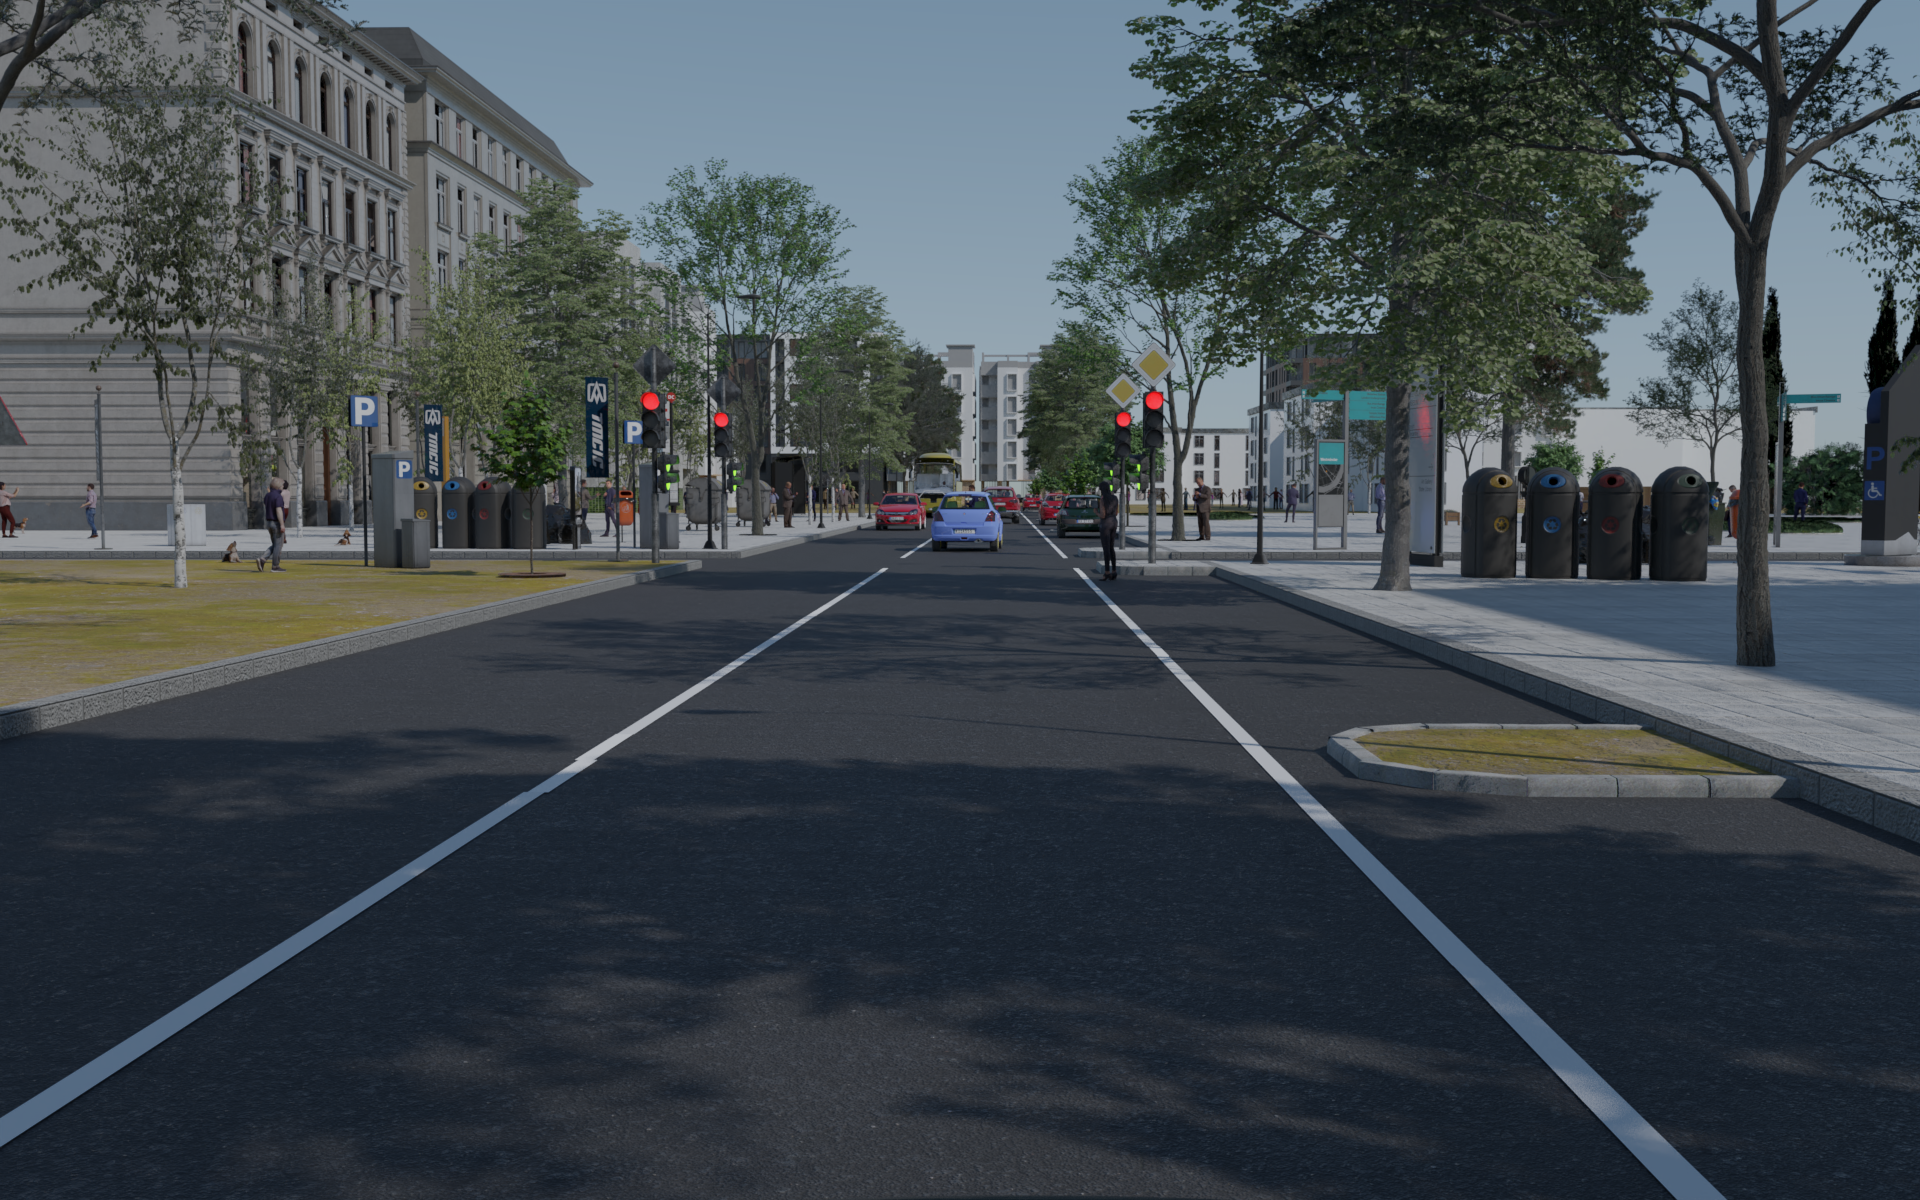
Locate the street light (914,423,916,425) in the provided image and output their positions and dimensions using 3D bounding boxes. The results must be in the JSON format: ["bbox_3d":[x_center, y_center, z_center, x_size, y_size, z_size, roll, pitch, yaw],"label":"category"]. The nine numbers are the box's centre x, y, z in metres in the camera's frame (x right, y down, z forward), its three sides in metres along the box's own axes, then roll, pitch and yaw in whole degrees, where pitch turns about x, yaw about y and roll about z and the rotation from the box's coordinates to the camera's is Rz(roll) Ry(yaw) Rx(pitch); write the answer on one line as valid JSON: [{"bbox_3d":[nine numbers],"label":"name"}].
[{"bbox_3d":[-3.583,-8.584,112.891,1.470,5.913,1.316,0,4,1],"label":"street light"}]

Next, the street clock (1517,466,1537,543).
[{"bbox_3d":[14.729,-2.474,45.024,0.471,2.002,0.358,-2,4,-29],"label":"street clock"}]

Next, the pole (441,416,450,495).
[{"bbox_3d":[-13.550,-3.166,45.605,0.158,3.312,0.155,0,3,0],"label":"pole"}]

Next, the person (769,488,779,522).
[{"bbox_3d":[-8.601,-4.388,79.852,0.516,1.574,0.319,-1,4,-23],"label":"person"}]

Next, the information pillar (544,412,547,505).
[{"bbox_3d":[-11.203,-3.375,46.535,0.183,3.616,0.504,-2,4,-25],"label":"information pillar"}]

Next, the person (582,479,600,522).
[{"bbox_3d":[-12.037,-3.016,55.891,0.750,1.759,0.617,-3,5,-43],"label":"person"}]

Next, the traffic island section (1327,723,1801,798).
[{"bbox_3d":[3.014,0.837,9.182,1.991,0.108,1.994,0,4,1],"label":"traffic island section"}]

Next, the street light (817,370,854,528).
[{"bbox_3d":[-4.663,-5.640,64.747,1.470,5.913,1.316,0,4,1],"label":"street light"}]

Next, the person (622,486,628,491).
[{"bbox_3d":[-18.733,-5.490,96.487,0.600,1.739,0.565,-2,4,-34],"label":"person"}]

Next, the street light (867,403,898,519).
[{"bbox_3d":[-4.084,-7.092,88.502,1.470,5.913,1.316,0,4,1],"label":"street light"}]

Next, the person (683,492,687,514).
[{"bbox_3d":[-17.516,-6.380,111.057,0.576,1.737,0.504,0,4,6],"label":"person"}]

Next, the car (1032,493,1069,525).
[{"bbox_3d":[4.584,-4.368,80.449,2.155,1.783,4.494,0,4,1],"label":"car"}]

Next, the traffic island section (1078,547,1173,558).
[{"bbox_3d":[3.758,-1.080,39.940,2.009,0.180,2.903,0,4,1],"label":"traffic island section"}]

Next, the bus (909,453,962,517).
[{"bbox_3d":[-1.336,-7.064,107.038,2.896,3.916,12.252,0,4,2],"label":"bus"}]

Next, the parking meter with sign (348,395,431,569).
[{"bbox_3d":[-9.922,-2.080,30.262,1.738,3.016,0.543,3,4,37],"label":"parking meter with sign"}]

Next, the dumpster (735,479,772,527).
[{"bbox_3d":[-8.128,-3.807,67.997,1.264,1.857,1.865,0,4,2],"label":"dumpster"}]

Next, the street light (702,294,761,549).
[{"bbox_3d":[-5.312,-4.147,40.338,1.470,5.913,1.316,0,4,1],"label":"street light"}]

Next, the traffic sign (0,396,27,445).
[{"bbox_3d":[-10.598,-1.156,18.899,0.884,2.594,0.081,0,4,6],"label":"traffic sign"}]

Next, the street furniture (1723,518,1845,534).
[{"bbox_3d":[26.330,-2.730,60.260,5.734,0.657,10.072,1,4,10],"label":"street furniture"}]

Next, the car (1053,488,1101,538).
[{"bbox_3d":[4.091,-2.921,57.538,2.009,1.686,4.222,0,4,3],"label":"car"}]

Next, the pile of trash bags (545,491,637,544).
[{"bbox_3d":[-10.098,-2.154,44.970,3.447,1.369,1.912,-2,4,-26],"label":"pile of trash bags"}]

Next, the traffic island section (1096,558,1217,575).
[{"bbox_3d":[3.564,-0.592,31.957,2.009,0.180,2.903,0,4,1],"label":"traffic island section"}]

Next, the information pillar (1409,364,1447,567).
[{"bbox_3d":[8.313,-2.432,31.087,0.184,3.620,1.656,0,4,-6],"label":"information pillar"}]

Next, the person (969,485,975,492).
[{"bbox_3d":[0.380,-2.913,56.825,0.504,1.737,0.576,0,4,7],"label":"person"}]

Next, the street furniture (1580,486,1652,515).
[{"bbox_3d":[40.230,-5.866,102.760,9.812,1.723,11.010,2,4,27],"label":"street furniture"}]

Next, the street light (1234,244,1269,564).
[{"bbox_3d":[4.961,-3.614,31.633,1.470,5.913,1.316,0,4,1],"label":"street light"}]

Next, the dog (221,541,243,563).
[{"bbox_3d":[-13.614,-0.905,32.529,0.550,0.427,0.748,0,4,2],"label":"dog"}]

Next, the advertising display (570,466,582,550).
[{"bbox_3d":[-8.899,-2.137,40.160,0.123,1.923,0.974,0,4,-3],"label":"advertising display"}]

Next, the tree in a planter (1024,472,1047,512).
[{"bbox_3d":[6.228,-8.833,141.635,1.991,3.239,1.994,0,4,1],"label":"tree in a planter"}]

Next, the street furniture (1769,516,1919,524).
[{"bbox_3d":[44.565,-4.267,74.793,14.083,1.986,27.439,0,4,-2],"label":"street furniture"}]

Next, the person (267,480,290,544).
[{"bbox_3d":[-17.612,-2.282,44.811,0.517,1.644,0.566,-2,4,-34],"label":"person"}]

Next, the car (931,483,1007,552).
[{"bbox_3d":[0.212,-2.131,44.440,1.945,1.707,3.694,0,4,3],"label":"car"}]

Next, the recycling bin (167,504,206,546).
[{"bbox_3d":[-19.119,-1.851,42.811,0.722,1.027,0.722,-3,5,-40],"label":"recycling bin"}]

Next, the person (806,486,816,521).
[{"bbox_3d":[-7.021,-4.554,81.211,0.576,1.737,0.504,1,4,21],"label":"person"}]

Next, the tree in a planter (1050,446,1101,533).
[{"bbox_3d":[4.356,-4.127,64.697,1.991,3.239,1.994,0,4,1],"label":"tree in a planter"}]

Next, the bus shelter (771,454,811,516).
[{"bbox_3d":[-10.245,-6.975,105.326,1.731,3.624,6.357,0,4,2],"label":"bus shelter"}]

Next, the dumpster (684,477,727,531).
[{"bbox_3d":[-8.921,-3.363,60.747,1.264,1.857,1.865,0,4,2],"label":"dumpster"}]

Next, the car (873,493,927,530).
[{"bbox_3d":[-2.367,-3.697,69.491,2.155,1.783,4.494,0,4,3],"label":"car"}]

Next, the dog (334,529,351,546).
[{"bbox_3d":[-15.536,-1.576,43.506,0.550,0.427,0.748,3,4,38],"label":"dog"}]

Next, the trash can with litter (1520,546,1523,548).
[{"bbox_3d":[14.142,-1.818,40.784,1.678,1.210,2.233,-1,4,-13],"label":"trash can with litter"}]

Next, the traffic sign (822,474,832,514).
[{"bbox_3d":[-8.514,-6.808,111.413,0.768,2.556,0.104,1,4,11],"label":"traffic sign"}]

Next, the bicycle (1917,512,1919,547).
[{"bbox_3d":[22.533,-1.665,40.439,1.543,0.972,0.635,-2,4,-24],"label":"bicycle"}]

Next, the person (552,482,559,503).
[{"bbox_3d":[-15.935,-3.780,68.520,0.551,1.740,0.621,3,4,36],"label":"person"}]

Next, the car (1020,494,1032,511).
[{"bbox_3d":[6.168,-8.407,146.499,2.155,1.783,4.494,0,4,2],"label":"car"}]

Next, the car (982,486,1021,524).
[{"bbox_3d":[1.887,-4.681,85.210,2.281,1.827,5.304,0,3,0],"label":"car"}]

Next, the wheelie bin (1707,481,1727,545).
[{"bbox_3d":[18.827,-2.185,43.637,0.693,1.594,0.980,-1,4,-21],"label":"wheelie bin"}]

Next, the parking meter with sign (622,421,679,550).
[{"bbox_3d":[-7.201,-2.714,40.631,0.543,3.016,1.738,-3,5,-43],"label":"parking meter with sign"}]

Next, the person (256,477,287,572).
[{"bbox_3d":[-11.286,-1.232,28.394,0.471,1.553,0.569,-1,4,-14],"label":"person"}]

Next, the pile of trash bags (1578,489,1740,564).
[{"bbox_3d":[12.957,-1.347,31.777,3.447,1.369,1.912,0,4,3],"label":"pile of trash bags"}]

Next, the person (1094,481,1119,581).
[{"bbox_3d":[2.418,-1.144,28.668,0.415,1.643,0.593,0,4,4],"label":"person"}]
